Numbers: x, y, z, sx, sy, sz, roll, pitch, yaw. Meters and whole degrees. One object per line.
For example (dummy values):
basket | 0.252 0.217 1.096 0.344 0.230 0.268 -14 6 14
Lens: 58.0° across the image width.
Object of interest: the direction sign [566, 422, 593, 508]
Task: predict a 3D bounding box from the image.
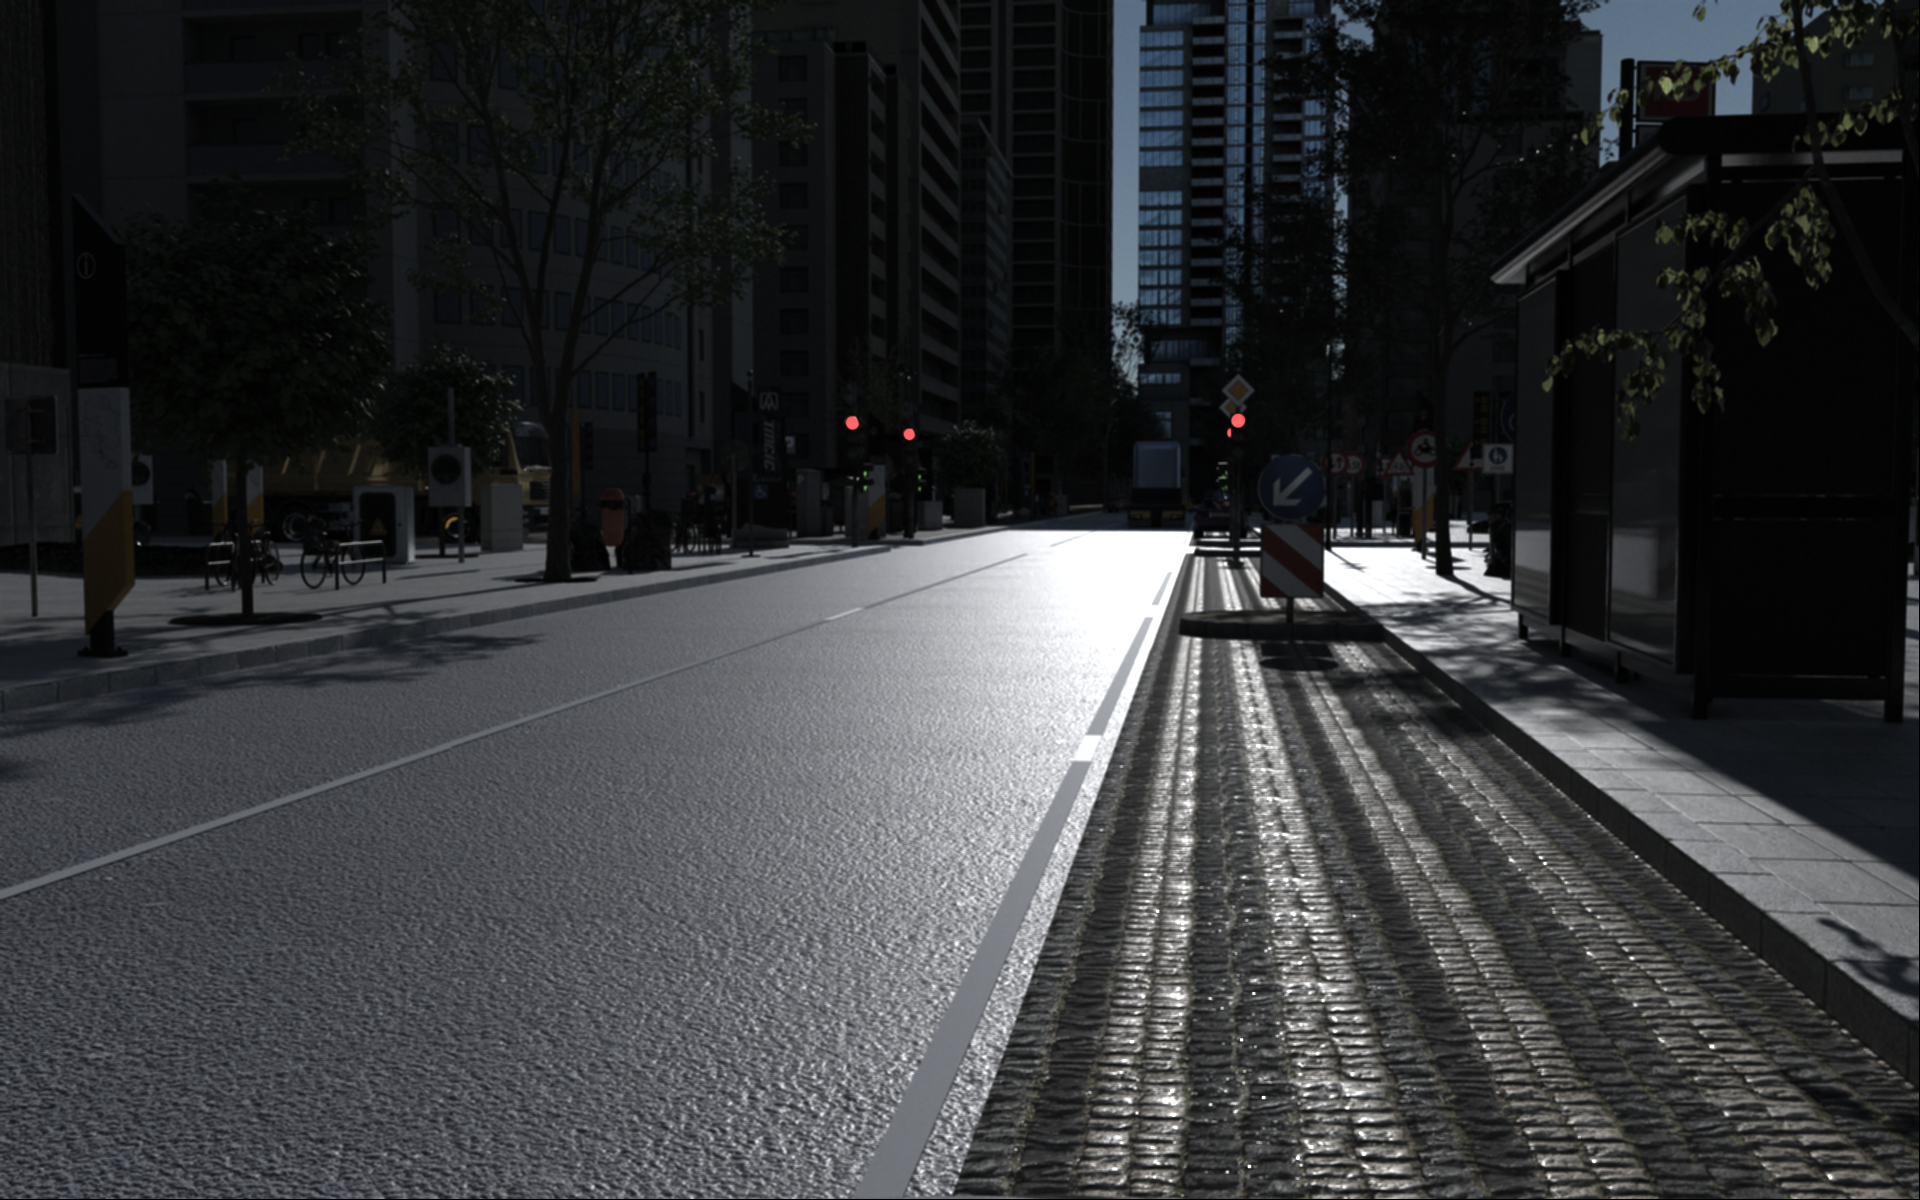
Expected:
direction sign | -11.925 -3.843 54.822 0.876 3.537 0.379 2 4 35

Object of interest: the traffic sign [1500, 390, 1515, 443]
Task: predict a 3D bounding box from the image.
traffic sign | 6.566 -1.205 19.807 0.768 2.556 0.104 1 4 17

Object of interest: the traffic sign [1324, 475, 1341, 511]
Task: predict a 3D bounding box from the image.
traffic sign | 15.876 -4.542 74.266 0.884 2.594 0.081 1 4 10

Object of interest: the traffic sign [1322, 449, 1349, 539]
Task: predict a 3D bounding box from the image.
traffic sign | 10.697 -3.014 49.390 0.768 2.556 0.104 1 4 15

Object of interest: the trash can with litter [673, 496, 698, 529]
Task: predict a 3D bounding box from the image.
trash can with litter | -10.533 -3.269 64.512 2.233 1.210 1.678 -3 5 -41

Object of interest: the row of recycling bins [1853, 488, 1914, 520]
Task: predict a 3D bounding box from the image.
row of recycling bins | 40.582 -4.219 76.090 1.069 1.692 3.534 0 4 -5

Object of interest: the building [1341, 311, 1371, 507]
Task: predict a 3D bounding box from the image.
building | 52.532 -19.832 169.292 27.650 21.520 28.899 0 4 8

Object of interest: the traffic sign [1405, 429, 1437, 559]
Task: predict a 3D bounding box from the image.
traffic sign | 9.144 -2.077 34.066 0.768 2.556 0.104 1 4 16

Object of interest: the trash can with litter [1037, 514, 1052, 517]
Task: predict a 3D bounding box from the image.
trash can with litter | 4.285 -5.289 97.532 2.233 1.210 1.678 -2 4 -24

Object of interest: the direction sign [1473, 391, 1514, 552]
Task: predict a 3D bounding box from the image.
direction sign | 11.737 -2.823 38.152 0.876 3.537 0.379 0 4 6

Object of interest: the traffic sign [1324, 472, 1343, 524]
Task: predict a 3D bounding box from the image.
traffic sign | 15.836 -4.486 73.458 0.768 2.556 0.104 1 4 16

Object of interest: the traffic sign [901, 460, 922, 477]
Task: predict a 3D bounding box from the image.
traffic sign | -1.695 -3.664 60.010 0.768 2.556 0.104 1 4 17

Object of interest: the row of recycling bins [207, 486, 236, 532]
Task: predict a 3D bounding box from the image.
row of recycling bins | -25.726 -3.252 60.280 1.069 1.692 3.534 -2 4 -35

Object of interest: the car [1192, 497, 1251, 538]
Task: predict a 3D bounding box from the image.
car | 8.652 -2.736 57.309 1.945 1.354 3.894 1 4 10

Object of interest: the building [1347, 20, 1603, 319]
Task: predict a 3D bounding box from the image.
building | 64.415 -41.531 221.031 28.212 58.520 21.231 0 4 8

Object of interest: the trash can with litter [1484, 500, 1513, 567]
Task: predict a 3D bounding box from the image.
trash can with litter | 9.386 -1.153 30.234 0.624 1.170 1.055 0 4 1

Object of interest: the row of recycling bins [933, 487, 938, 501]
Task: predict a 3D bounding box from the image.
row of recycling bins | -2.276 -5.046 89.622 1.069 1.692 3.534 -2 4 -34

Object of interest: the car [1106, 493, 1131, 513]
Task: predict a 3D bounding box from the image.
car | 12.281 -7.557 132.593 2.155 1.783 4.494 1 4 9

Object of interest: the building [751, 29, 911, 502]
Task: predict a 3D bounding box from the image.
building | -11.279 -20.821 112.118 14.160 30.474 14.107 0 4 8

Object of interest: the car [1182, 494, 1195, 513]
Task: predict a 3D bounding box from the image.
car | 17.128 -7.574 134.060 2.015 1.641 3.980 1 4 9

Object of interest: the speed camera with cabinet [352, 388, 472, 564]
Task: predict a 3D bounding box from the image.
speed camera with cabinet | -10.135 -2.306 32.031 2.038 3.252 0.660 0 4 -4

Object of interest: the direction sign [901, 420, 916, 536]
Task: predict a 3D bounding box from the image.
direction sign | -1.594 -3.764 53.533 0.379 3.537 0.876 2 4 27

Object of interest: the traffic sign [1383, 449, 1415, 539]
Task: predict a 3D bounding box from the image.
traffic sign | 12.525 -3.026 49.473 0.884 2.594 0.081 1 4 16

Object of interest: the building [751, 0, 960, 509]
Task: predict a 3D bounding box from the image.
building | -12.016 -31.411 137.264 21.300 48.544 21.600 0 4 8

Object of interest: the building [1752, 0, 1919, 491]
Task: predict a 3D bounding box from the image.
building | 90.244 -33.223 166.895 21.600 48.544 21.300 0 4 8

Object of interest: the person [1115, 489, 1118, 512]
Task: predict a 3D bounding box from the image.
person | 12.259 -7.778 135.654 0.705 1.826 1.348 1 4 11

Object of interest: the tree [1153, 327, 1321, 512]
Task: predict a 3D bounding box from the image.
tree | 21.175 -13.168 125.663 12.009 13.543 11.850 0 3 0

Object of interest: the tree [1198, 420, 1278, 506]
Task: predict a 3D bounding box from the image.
tree | 30.431 -16.451 185.980 9.611 12.733 9.660 0 3 0

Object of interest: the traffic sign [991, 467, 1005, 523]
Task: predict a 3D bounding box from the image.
traffic sign | 1.596 -4.648 76.107 0.768 2.556 0.104 1 4 14

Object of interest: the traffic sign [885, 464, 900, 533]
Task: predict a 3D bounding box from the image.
traffic sign | -2.352 -3.413 56.984 0.795 2.450 0.064 1 4 9

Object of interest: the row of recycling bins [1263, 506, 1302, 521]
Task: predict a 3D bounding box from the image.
row of recycling bins | 15.511 -4.650 83.145 1.069 1.692 3.534 -1 4 -10

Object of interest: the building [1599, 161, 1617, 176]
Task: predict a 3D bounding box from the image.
building | 93.255 -34.495 218.620 28.867 44.769 22.147 0 4 8

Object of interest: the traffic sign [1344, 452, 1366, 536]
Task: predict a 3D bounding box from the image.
traffic sign | 11.870 -3.197 52.385 0.768 2.556 0.104 1 4 15

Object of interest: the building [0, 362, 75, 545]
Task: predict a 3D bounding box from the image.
building | -29.082 -35.787 23.366 20.611 71.187 20.563 0 4 8

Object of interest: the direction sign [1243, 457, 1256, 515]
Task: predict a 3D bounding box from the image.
direction sign | 17.619 -6.936 105.399 0.876 3.537 0.379 3 5 44

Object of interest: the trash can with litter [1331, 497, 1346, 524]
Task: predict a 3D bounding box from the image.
trash can with litter | 16.387 -3.934 75.710 0.624 1.170 1.055 2 4 33

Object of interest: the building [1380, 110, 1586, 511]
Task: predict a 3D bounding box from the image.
building | 39.860 -22.204 134.741 14.160 30.474 14.107 0 4 8

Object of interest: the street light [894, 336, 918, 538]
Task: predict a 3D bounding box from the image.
street light | -1.576 -4.761 50.636 0.468 5.910 1.993 0 4 8

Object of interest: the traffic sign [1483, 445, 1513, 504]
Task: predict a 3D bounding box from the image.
traffic sign | 10.886 -2.018 35.119 0.606 2.300 0.079 1 4 9

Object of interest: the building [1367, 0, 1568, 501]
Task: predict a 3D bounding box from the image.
building | 42.830 -30.465 148.219 14.600 45.320 14.200 0 4 8

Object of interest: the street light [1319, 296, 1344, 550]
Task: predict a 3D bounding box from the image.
street light | 8.479 -4.094 39.724 0.468 5.910 1.993 0 4 8

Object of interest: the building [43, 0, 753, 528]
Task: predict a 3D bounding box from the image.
building | -23.101 -32.679 76.308 21.231 58.520 28.212 0 4 8

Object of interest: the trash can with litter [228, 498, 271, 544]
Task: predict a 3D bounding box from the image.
trash can with litter | -18.320 -2.035 44.665 1.055 1.170 0.624 0 4 1

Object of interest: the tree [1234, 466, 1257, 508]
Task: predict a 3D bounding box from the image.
tree | 26.109 -10.886 161.707 4.285 4.588 4.351 0 3 0

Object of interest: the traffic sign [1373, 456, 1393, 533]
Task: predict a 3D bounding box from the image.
traffic sign | 14.127 -3.516 57.594 0.768 2.556 0.104 1 4 12

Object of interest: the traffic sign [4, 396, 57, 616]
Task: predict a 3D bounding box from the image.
traffic sign | -9.693 -0.976 18.086 0.606 2.300 0.079 1 4 11

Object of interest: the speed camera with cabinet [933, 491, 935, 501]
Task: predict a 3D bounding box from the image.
speed camera with cabinet | -1.877 -5.468 83.745 0.660 3.252 2.038 2 4 24

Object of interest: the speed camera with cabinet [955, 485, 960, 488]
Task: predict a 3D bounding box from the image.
speed camera with cabinet | 0.659 -7.691 120.080 2.038 3.252 0.660 1 4 21

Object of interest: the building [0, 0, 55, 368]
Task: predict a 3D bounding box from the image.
building | -44.153 -18.318 71.205 14.107 30.474 14.160 0 4 8

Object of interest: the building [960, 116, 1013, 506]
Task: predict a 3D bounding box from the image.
building | -7.501 -29.602 175.876 23.993 40.220 32.217 0 4 8

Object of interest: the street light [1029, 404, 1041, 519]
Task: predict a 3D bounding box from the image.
street light | 3.860 -7.113 89.087 0.468 5.910 1.993 0 4 8

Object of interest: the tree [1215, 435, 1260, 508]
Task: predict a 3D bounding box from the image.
tree | 22.990 -11.680 141.335 4.737 8.622 4.395 0 3 0

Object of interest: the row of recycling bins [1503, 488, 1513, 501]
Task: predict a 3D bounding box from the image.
row of recycling bins | 37.765 -6.670 116.174 3.534 1.692 1.069 -2 4 -35

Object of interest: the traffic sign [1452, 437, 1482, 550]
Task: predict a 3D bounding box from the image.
traffic sign | 11.649 -2.413 39.456 0.884 2.594 0.081 1 4 17

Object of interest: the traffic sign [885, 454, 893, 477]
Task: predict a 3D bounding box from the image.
traffic sign | -2.450 -3.252 53.270 0.768 2.556 0.104 1 4 14

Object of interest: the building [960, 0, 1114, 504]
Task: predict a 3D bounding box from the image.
building | 9.286 -48.326 228.380 20.611 71.187 20.563 0 4 8

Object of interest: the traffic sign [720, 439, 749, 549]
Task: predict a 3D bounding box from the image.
traffic sign | -5.236 -2.451 40.184 0.768 2.556 0.104 1 4 17

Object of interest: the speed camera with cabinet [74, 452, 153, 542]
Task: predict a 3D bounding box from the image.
speed camera with cabinet | -18.763 -2.658 37.802 0.660 3.252 2.038 3 5 41

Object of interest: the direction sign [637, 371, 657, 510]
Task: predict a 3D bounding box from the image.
direction sign | -5.829 -2.466 32.310 0.379 3.537 0.876 -2 4 -32

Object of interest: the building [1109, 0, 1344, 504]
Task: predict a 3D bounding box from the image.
building | 35.196 -55.799 224.982 31.000 86.520 22.319 0 4 8
